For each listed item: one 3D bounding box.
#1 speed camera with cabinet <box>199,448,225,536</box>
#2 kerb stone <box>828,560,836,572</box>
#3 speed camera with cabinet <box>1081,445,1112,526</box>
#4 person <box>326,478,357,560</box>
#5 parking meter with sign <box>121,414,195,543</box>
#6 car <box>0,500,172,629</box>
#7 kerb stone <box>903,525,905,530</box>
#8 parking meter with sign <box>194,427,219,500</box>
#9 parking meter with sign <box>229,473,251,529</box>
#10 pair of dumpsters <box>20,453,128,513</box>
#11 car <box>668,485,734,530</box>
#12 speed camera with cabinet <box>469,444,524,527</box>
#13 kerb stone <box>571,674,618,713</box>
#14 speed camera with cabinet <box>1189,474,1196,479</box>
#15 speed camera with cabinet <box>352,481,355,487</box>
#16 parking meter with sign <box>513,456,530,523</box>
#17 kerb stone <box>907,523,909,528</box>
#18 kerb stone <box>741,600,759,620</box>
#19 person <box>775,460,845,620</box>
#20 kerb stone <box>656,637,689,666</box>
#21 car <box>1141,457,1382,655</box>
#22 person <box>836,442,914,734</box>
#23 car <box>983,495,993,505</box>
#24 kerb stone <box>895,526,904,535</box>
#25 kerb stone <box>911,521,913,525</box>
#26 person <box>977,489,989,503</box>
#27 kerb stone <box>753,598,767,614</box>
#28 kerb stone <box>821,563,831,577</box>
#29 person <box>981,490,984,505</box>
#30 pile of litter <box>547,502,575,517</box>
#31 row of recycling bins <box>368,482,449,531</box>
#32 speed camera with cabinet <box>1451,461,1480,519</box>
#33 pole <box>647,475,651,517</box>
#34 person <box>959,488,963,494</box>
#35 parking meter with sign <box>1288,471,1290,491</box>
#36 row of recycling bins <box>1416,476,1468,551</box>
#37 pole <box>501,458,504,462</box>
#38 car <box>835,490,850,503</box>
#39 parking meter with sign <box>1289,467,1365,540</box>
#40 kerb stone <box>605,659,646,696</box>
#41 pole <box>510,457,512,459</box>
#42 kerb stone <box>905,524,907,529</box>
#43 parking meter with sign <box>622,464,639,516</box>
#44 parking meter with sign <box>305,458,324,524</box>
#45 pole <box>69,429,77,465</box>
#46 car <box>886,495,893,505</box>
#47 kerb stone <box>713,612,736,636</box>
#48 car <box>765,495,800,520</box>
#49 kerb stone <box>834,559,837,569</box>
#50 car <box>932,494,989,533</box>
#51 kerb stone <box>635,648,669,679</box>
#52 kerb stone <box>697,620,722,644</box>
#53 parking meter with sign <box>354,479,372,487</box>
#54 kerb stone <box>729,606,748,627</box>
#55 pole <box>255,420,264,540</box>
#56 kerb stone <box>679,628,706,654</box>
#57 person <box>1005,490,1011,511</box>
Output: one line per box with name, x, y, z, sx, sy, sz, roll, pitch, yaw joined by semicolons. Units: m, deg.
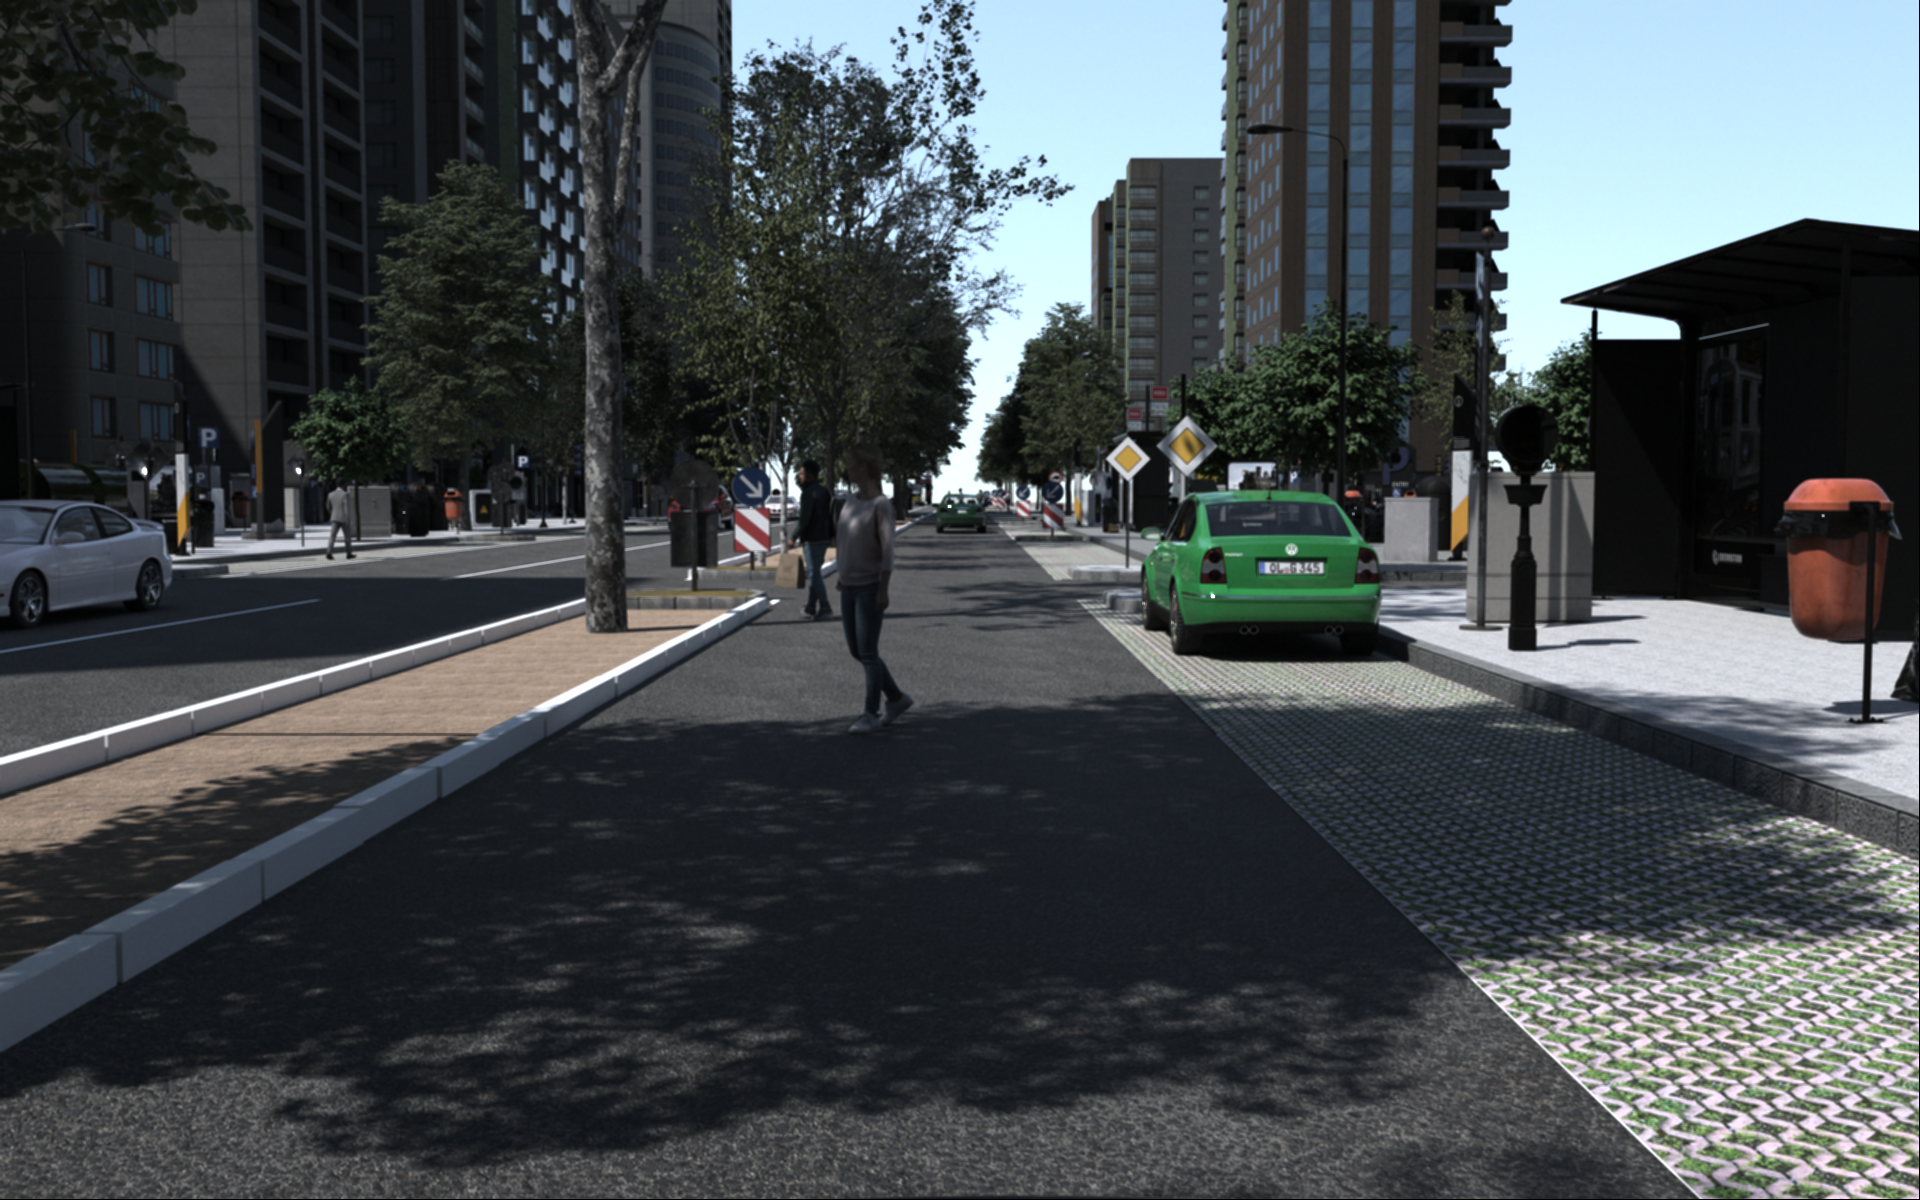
speed camera with cabinet;-23.003;-3.604;53.269;0.660;3.252;2.038;-2;4;-26
kerb stone;-2.418;-0.587;31.794;0.120;0.150;1.000;0;4;0
speed camera with cabinet;5.503;-4.610;69.713;0.660;3.252;2.038;2;4;26
person;-13.538;-1.774;37.785;0.678;1.792;0.850;1;4;15
parking meter with sign;-17.797;-2.546;37.890;1.738;3.016;0.543;0;4;4
car;-10.808;-0.459;19.864;2.083;1.381;4.827;0;4;0
kerb stone;-2.289;-2.716;66.640;0.120;0.150;1.000;0;4;0
parking meter with sign;-20.253;-3.038;45.939;1.738;3.016;0.543;3;5;44
parking meter with sign;-26.707;-4.161;64.295;1.738;3.016;0.543;-2;4;-29
pair of dumpsters;-20.513;-2.280;39.777;1.574;2.255;4.437;0;4;0
car;-10.422;-3.748;69.950;2.281;1.827;5.304;0;4;1
speed camera with cabinet;-18.316;-4.535;68.484;2.038;3.252;0.660;-2;4;-25
kerb stone;-2.498;0.644;11.733;0.120;0.150;1.000;0;4;0
speed camera with cabinet;11.549;-5.303;81.044;0.660;3.252;2.038;-3;5;-43
speed camera with cabinet;-28.557;-5.483;83.978;0.660;3.252;2.038;2;4;25
parking meter with sign;-19.735;-4.988;77.811;0.543;3.016;1.738;0;4;-5
kerb stone;-2.281;-2.966;70.751;0.120;0.150;1.000;0;4;0
kerb stone;-2.462;0.140;19.949;0.120;0.150;1.000;0;4;0
person;-1.709;-0.691;19.787;0.713;1.824;0.794;3;5;42
kerb stone;-2.481;0.452;14.804;0.120;0.150;1.000;0;4;0
car;2.787;-0.484;16.713;1.959;1.807;4.718;0;4;0
person;-0.528;-0.083;10.534;0.598;1.740;0.731;-3;5;-43
car;3.436;-10.915;191.034;1.945;1.354;3.894;0;4;1
kerb stone;-2.298;-2.649;65.606;0.120;0.150;1.000;0;4;0
kerb stone;-2.255;-3.283;75.876;0.120;0.150;1.000;0;4;0
person;1.633;-8.023;139.765;1.350;1.814;0.705;0;4;-1
kerb stone;-2.460;0.075;20.986;0.120;0.150;1.000;0;4;0
kerb stone;-2.428;-0.525;30.772;0.120;0.150;1.000;0;4;0
person;2.176;-10.374;178.104;0.705;1.826;1.348;-2;4;-24
pile of litter;-22.785;-5.188;98.783;1.719;0.858;1.176;1;4;10
row of recycling bins;-19.054;-3.213;59.641;1.069;1.692;3.534;2;4;25
speed camera with cabinet;19.996;-4.601;69.562;0.660;3.252;2.038;-3;4;-38
pole;-17.072;-6.184;94.954;0.158;3.312;0.155;0;3;0
person;0.020;-5.743;102.735;0.374;1.781;0.599;1;4;15
parking meter with sign;8.633;-2.899;43.658;1.738;3.016;0.543;-2;4;-31
row of recycling bins;12.091;-1.953;39.046;3.534;1.692;1.069;1;4;19
pole;-25.983;-6.399;98.461;0.158;3.312;0.155;0;3;0
car;-10.261;-8.495;147.565;2.281;1.827;5.304;0;4;-1
parking meter with sign;9.055;-2.825;42.452;1.738;3.016;0.543;0;4;7
kerb stone;-2.482;0.579;12.755;0.120;0.150;1.000;0;4;0
pole;-24.394;-6.150;94.393;0.158;3.312;0.155;0;3;0
kerb stone;-2.279;-2.844;68.696;0.120;0.150;1.000;0;4;0
parking meter with sign;-19.359;-6.342;99.948;0.543;3.016;1.738;3;5;42
parking meter with sign;-27.659;-4.775;74.330;0.543;3.016;1.738;0;4;-4
pole;-27.761;-3.697;54.281;0.158;3.312;0.155;0;3;0
car;-6.861;-9.389;166.087;1.945;1.354;3.894;0;3;0
kerb stone;-2.463;0.263;17.894;0.120;0.150;1.000;0;4;0
car;-9.937;-5.133;96.294;2.083;1.381;4.827;0;4;0
kerb stone;-2.411;-0.649;32.820;0.120;0.150;1.000;0;4;0
car;0.026;-3.229;64.595;2.131;1.459;4.920;0;4;-1
kerb stone;-2.485;0.519;13.782;0.120;0.150;1.000;0;4;0
kerb stone;-2.474;0.330;16.868;0.120;0.150;1.000;0;4;0
parking meter with sign;-27.257;-5.067;79.100;1.738;3.016;0.543;0;4;0
kerb stone;-2.466;0.201;18.916;0.120;0.150;1.000;0;4;0
pole;-19.451;-3.318;48.085;0.158;3.312;0.155;0;3;0
kerb stone;-2.478;0.392;15.833;0.120;0.150;1.000;0;4;0
person;3.597;-7.498;132.035;0.436;1.711;0.756;3;5;44
